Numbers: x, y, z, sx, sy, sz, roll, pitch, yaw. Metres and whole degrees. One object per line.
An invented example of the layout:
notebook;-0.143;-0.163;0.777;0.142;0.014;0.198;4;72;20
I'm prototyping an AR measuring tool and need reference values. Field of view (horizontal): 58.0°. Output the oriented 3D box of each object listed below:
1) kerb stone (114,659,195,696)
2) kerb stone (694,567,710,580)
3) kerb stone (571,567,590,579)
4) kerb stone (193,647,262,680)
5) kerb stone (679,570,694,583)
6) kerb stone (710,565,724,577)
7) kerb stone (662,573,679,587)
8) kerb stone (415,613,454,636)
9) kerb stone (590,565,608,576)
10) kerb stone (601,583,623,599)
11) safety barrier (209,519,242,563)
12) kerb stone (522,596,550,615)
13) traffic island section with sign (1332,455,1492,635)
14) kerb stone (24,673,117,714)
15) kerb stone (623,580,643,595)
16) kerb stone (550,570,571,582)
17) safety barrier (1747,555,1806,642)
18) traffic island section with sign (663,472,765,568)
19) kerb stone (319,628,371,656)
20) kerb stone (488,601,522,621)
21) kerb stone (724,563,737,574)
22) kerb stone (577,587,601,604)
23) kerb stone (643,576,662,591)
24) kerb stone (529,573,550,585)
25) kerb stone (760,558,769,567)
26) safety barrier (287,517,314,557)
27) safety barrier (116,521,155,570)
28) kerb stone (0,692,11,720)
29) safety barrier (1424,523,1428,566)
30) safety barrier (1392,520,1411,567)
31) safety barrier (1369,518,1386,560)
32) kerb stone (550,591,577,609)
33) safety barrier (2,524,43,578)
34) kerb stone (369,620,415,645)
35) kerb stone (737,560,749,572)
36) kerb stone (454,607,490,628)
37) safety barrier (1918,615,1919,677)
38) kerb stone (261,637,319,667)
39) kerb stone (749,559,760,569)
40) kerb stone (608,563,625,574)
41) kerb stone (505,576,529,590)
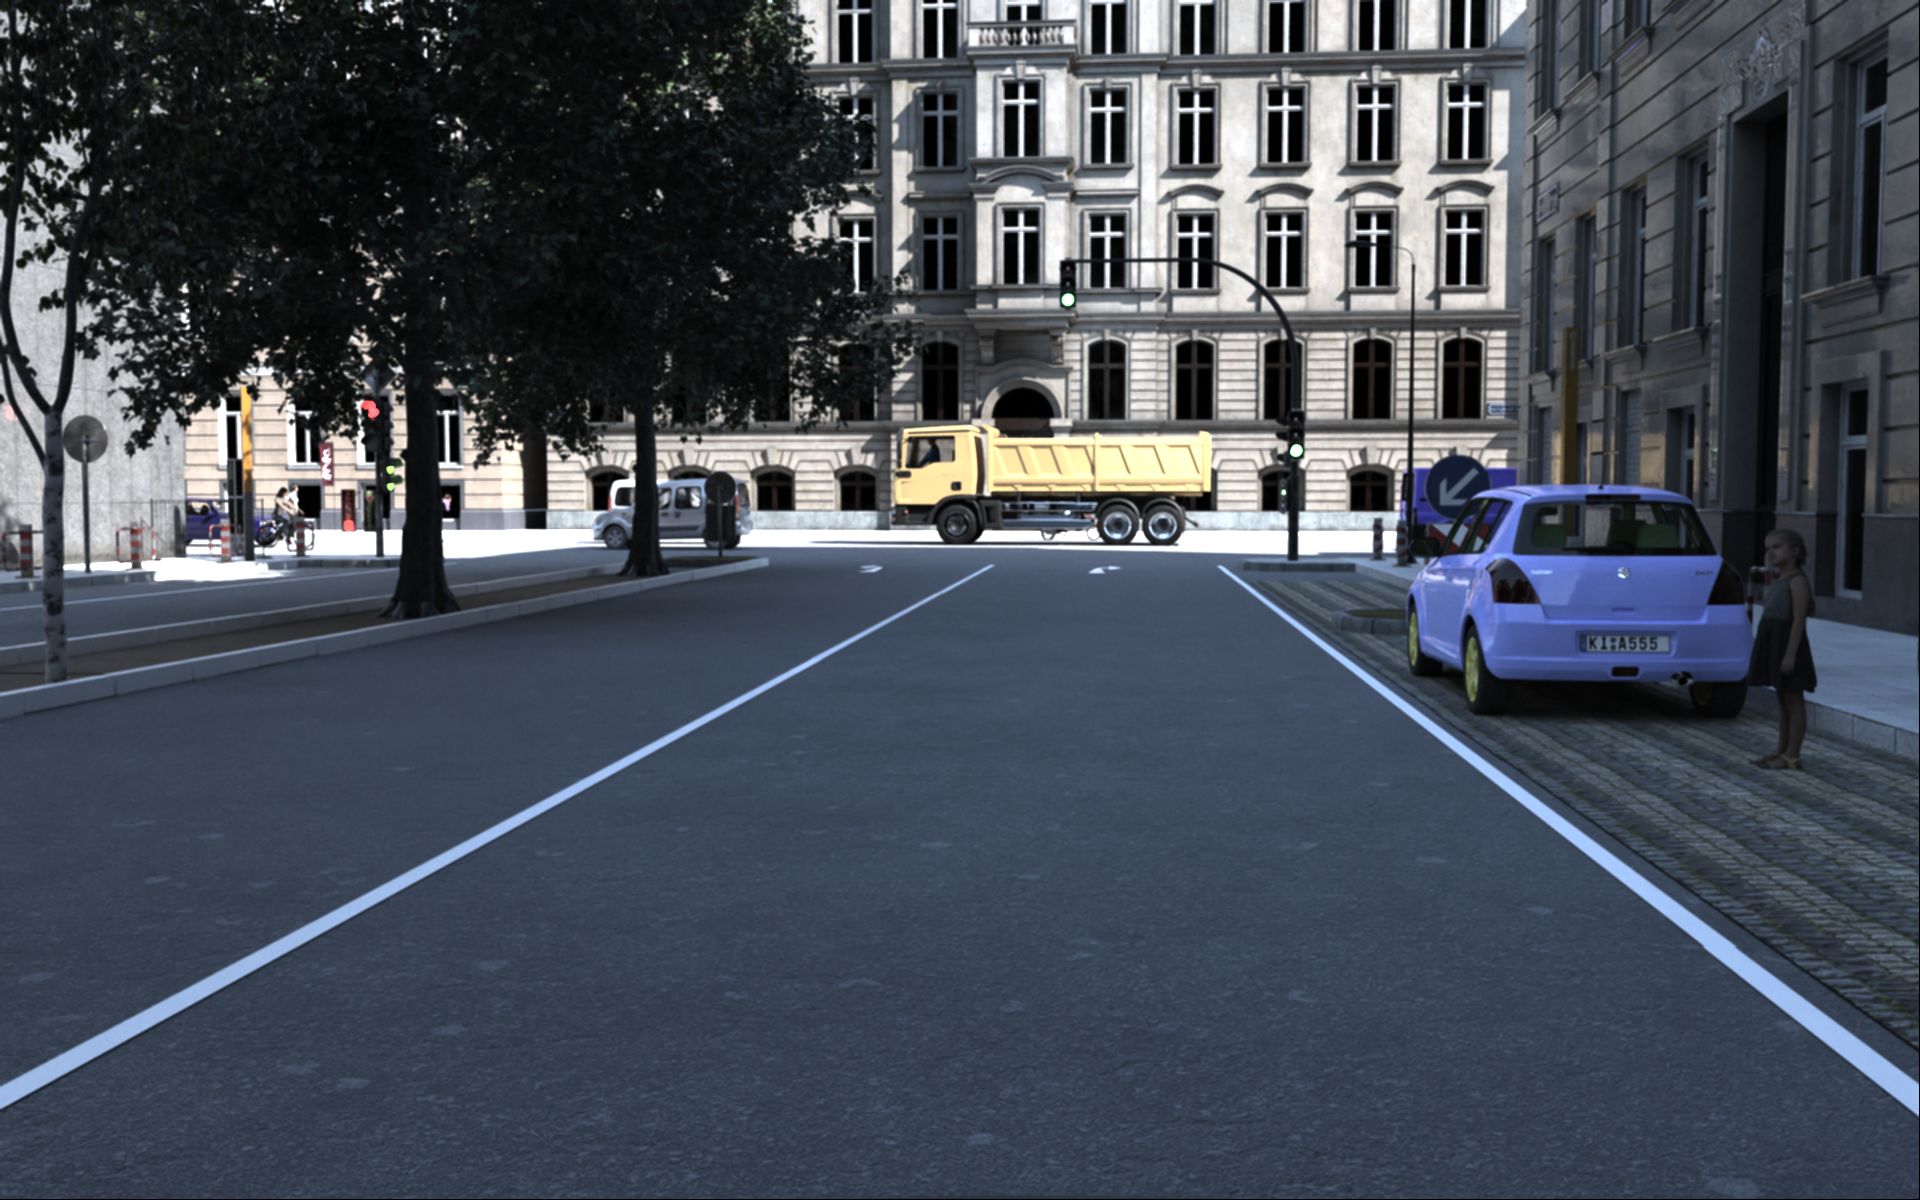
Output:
kerb stone;-5.990;0.576;12.782;0.120;0.150;1.000;0;4;5
kerb stone;-4.429;-0.425;29.143;0.120;0.150;1.000;0;4;5
kerb stone;-6.523;-0.437;29.344;0.120;0.150;1.000;0;4;5
kerb stone;-5.891;0.513;13.804;0.120;0.150;1.000;0;4;5
kerb stone;-4.536;-0.362;28.119;0.120;0.150;1.000;0;4;5
kerb stone;-4.335;-0.487;30.167;0.120;0.150;1.000;0;4;5
kerb stone;-4.627;-0.297;27.094;0.120;0.150;1.000;0;4;5
kerb stone;-5.505;0.266;17.896;0.120;0.150;1.000;0;4;5
kerb stone;-6.424;-0.501;30.380;0.120;0.150;1.000;0;4;5
kerb stone;-4.918;-0.112;24.029;0.120;0.150;1.000;0;4;5
safety barrier;-13.699;-1.103;32.312;0.300;0.817;1.120;0;4;5
kerb stone;-5.211;0.080;20.956;0.120;0.150;1.000;0;4;5
traffic island section with sign;4.998;-0.591;18.289;1.989;1.847;2.006;0;4;5
kerb stone;-6.092;0.640;11.763;0.120;0.150;1.000;0;4;5
kerb stone;-4.824;-0.175;25.054;0.120;0.150;1.000;0;4;5
kerb stone;-6.625;-0.372;28.318;0.120;0.150;1.000;0;4;5
safety barrier;6.161;0.073;13.080;0.300;0.817;1.120;0;4;5
traffic island section with sign;-4.949;-1.626;34.715;2.006;1.907;1.989;0;4;5
kerb stone;-5.694;0.390;15.849;0.120;0.150;1.000;0;4;5
kerb stone;-5.308;0.138;19.936;0.120;0.150;1.000;0;4;5
kerb stone;-4.240;-0.550;31.190;0.120;0.150;1.000;0;4;5
kerb stone;-5.018;-0.050;23.010;0.120;0.150;1.000;0;4;5
kerb stone;-4.721;-0.231;26.074;0.120;0.150;1.000;0;4;5
kerb stone;-6.727;-0.309;27.299;0.120;0.150;1.000;0;4;5
kerb stone;-3.947;-0.734;34.264;0.120;0.150;1.000;0;4;5
safety barrier;-13.419;-1.282;35.242;0.300;0.817;1.120;0;4;5
safety barrier;-13.979;-0.924;29.385;0.300;0.817;1.120;0;4;5
kerb stone;-6.180;0.701;10.742;0.120;0.150;1.000;0;4;5
safety barrier;7.555;-0.824;27.756;0.300;0.817;1.120;0;4;5
safety barrier;7.837;-1.004;30.697;0.300;0.817;1.120;0;4;5
safety barrier;8.115;-1.184;33.629;0.300;0.817;1.120;0;4;5
kerb stone;-5.115;0.013;21.976;0.120;0.150;1.000;0;4;5
safety barrier;-14.259;-0.745;26.458;0.300;0.817;1.120;0;4;5
kerb stone;-5.601;0.325;16.876;0.120;0.150;1.000;0;4;5
kerb stone;-4.141;-0.612;32.219;0.120;0.150;1.000;0;4;5
kerb stone;-5.408;0.202;18.916;0.120;0.150;1.000;0;4;5
safety barrier;5.884;0.253;10.143;0.300;0.817;1.120;0;4;5
kerb stone;-5.801;0.451;14.829;0.120;0.150;1.000;0;4;5
kerb stone;-4.044;-0.675;33.239;0.120;0.150;1.000;0;4;5
kerb stone;-6.331;-0.563;31.406;0.120;0.150;1.000;0;4;5
kerb stone;-6.815;-0.250;26.278;0.120;0.150;1.000;0;4;5
